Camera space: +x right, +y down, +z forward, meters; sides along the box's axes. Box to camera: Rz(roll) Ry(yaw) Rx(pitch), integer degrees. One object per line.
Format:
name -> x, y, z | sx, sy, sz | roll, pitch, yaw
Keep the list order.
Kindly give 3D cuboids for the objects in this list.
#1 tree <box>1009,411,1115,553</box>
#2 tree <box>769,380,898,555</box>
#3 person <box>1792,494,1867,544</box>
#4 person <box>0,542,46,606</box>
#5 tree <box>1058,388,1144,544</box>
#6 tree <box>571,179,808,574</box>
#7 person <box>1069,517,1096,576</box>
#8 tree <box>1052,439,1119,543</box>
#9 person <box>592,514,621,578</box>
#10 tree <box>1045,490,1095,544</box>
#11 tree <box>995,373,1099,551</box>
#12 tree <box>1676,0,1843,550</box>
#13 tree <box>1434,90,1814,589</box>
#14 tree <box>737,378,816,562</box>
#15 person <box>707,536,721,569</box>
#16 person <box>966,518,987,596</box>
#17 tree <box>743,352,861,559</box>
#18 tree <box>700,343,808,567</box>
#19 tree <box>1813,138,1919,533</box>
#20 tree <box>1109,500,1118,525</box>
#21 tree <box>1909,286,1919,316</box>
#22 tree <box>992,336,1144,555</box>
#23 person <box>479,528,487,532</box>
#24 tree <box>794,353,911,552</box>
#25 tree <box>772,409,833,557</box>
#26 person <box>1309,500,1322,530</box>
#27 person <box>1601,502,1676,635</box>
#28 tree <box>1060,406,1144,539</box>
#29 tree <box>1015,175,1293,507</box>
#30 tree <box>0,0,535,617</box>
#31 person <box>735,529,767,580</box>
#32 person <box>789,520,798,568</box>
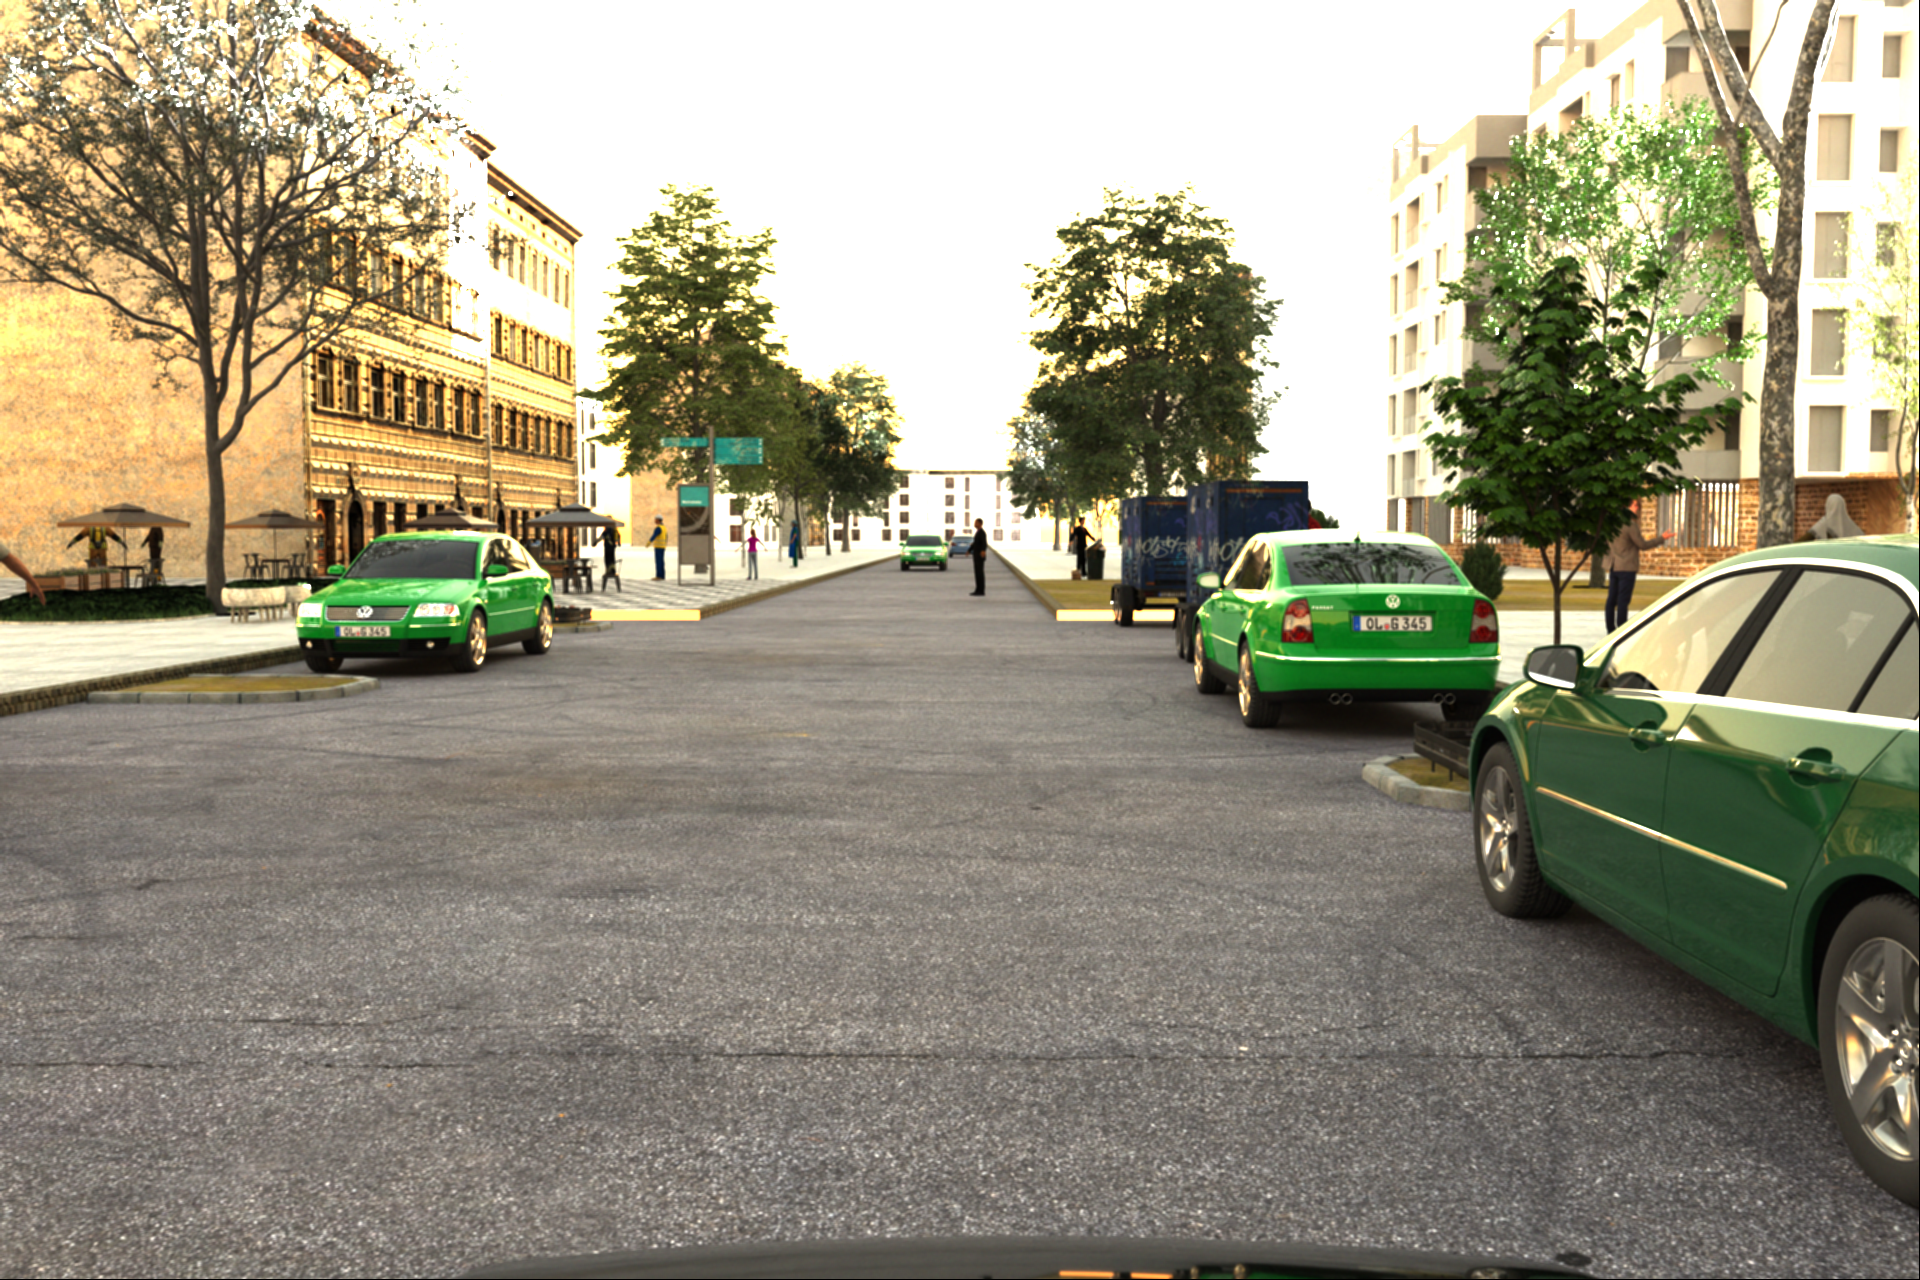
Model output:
tree -> 7.583, -11.331, 119.670 | 8.767, 10.594, 7.601 | 0, 4, 2
tree -> -7.962, -10.390, 104.293 | 8.767, 10.594, 7.601 | -1, 4, -12
person -> 9.917, -0.796, 19.786 | 1.217, 1.736, 0.721 | 0, 4, -4
person -> -7.221, -0.250, 12.400 | 0.705, 1.847, 1.347 | 3, 5, 40
tree -> 6.625, -7.982, 80.862 | 4.737, 8.622, 4.395 | 0, 3, 0
tree -> -8.776, -8.459, 56.429 | 7.486, 12.596, 7.792 | 0, 3, 0
person -> 3.727, -2.842, 52.651 | 1.347, 1.806, 0.705 | -3, 5, -45
tree -> 7.300, -8.874, 95.454 | 4.737, 8.622, 4.395 | 0, 3, 0
person -> -10.239, -2.736, 50.505 | 0.705, 1.856, 1.354 | 1, 4, 23
tree -> 14.695, -18.885, 226.893 | 7.486, 12.596, 7.792 | 0, 3, 0
tree -> 7.321, -13.765, 131.711 | 9.857, 13.997, 8.962 | 0, 3, 0
tree -> 9.416, -10.091, 20.871 | 12.611, 20.169, 13.585 | 0, 3, 0
tree -> 15.321, -7.036, 40.787 | 9.928, 11.665, 9.643 | 0, 3, 0
tree -> -8.546, -7.984, 80.896 | 4.737, 8.622, 4.395 | 0, 3, 0
person -> -9.372, -3.483, 63.083 | 1.345, 1.843, 0.704 | -1, 4, -21
person -> 0.420, -1.939, 40.384 | 0.704, 1.802, 1.346 | -1, 4, -16
tree -> -8.462, -9.398, 88.067 | 7.601, 10.594, 8.767 | 0, 4, 6
tree -> -8.170, -7.090, 66.283 | 4.737, 8.622, 4.395 | 0, 3, 0
tree -> 18.038, -5.067, 33.215 | 4.360, 8.622, 3.978 | 0, 3, 0
tree -> 22.966, -18.754, 224.747 | 7.486, 12.596, 7.792 | 0, 3, 0
tree -> 28.693, -8.065, 42.225 | 12.009, 13.543, 11.850 | 0, 3, 0
tree -> 7.017, -12.044, 107.291 | 12.009, 13.543, 11.850 | 0, 3, 0
person -> -15.675, -3.091, 57.340 | 0.721, 1.733, 1.217 | 1, 4, 15
tree -> -8.144, -13.271, 123.638 | 9.857, 13.997, 8.962 | 0, 3, 0
tree -> -8.717, -8.952, 96.734 | 4.737, 8.622, 4.395 | 0, 3, 0
person -> 4.934, -1.157, 25.033 | 0.704, 1.816, 1.345 | -2, 4, -27
person -> 8.211, -0.883, 21.003 | 0.750, 1.759, 0.617 | 0, 4, 1
tree -> 6.761, -8.387, 87.492 | 4.360, 8.622, 3.978 | 0, 3, 0
tree -> 6.744, -9.423, 60.724 | 9.857, 13.997, 8.962 | 0, 3, 0
tree -> -11.581, -7.129, 26.924 | 12.009, 13.543, 11.850 | 0, 3, 0
person -> -5.881, -2.424, 48.901 | 0.991, 1.433, 0.599 | -2, 4, -34
person -> -6.376, -3.684, 66.366 | 0.704, 1.817, 1.347 | 0, 4, -5
